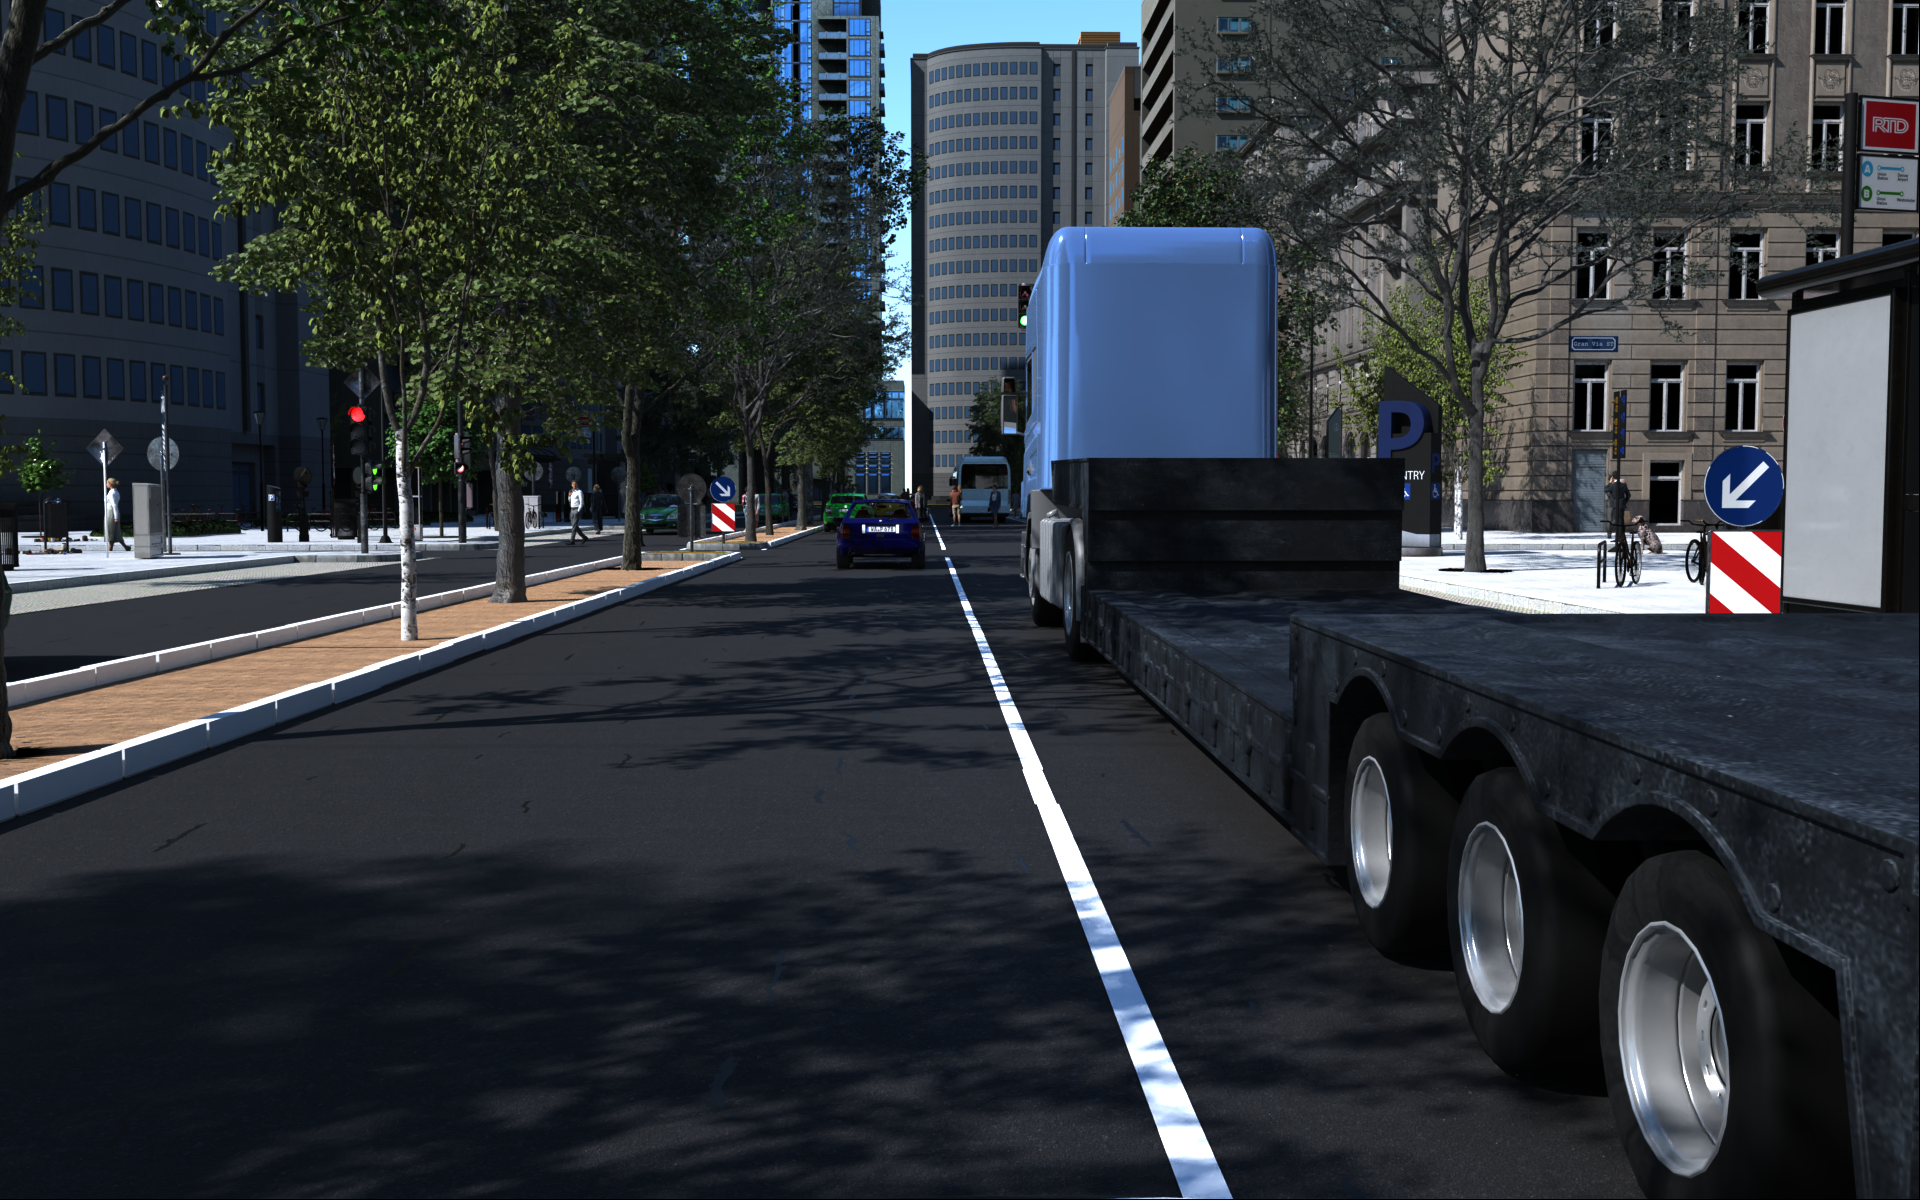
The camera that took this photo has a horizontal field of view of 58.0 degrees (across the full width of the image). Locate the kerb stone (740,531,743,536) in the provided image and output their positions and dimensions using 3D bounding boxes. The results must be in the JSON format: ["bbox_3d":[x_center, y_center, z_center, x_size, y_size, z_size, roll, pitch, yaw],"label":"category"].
[{"bbox_3d":[-7.450,-2.184,57.906,0.120,0.150,1.000,0,4,-1],"label":"kerb stone"}]

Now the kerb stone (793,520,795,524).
[{"bbox_3d":[-7.977,-3.627,81.494,0.120,0.150,1.000,0,4,-1],"label":"kerb stone"}]

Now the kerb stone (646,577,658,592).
[{"bbox_3d":[-4.637,-0.210,25.627,0.120,0.150,1.000,0,4,-1],"label":"kerb stone"}]

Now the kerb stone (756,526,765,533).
[{"bbox_3d":[-7.637,-2.682,66.108,0.120,0.150,1.000,0,4,-1],"label":"kerb stone"}]

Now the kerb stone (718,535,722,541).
[{"bbox_3d":[-7.311,-1.808,51.763,0.120,0.150,1.000,0,4,-1],"label":"kerb stone"}]

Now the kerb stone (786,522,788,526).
[{"bbox_3d":[-7.876,-3.367,77.384,0.120,0.150,1.000,0,4,-1],"label":"kerb stone"}]

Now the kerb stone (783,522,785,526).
[{"bbox_3d":[-7.838,-3.249,75.322,0.120,0.150,1.000,0,4,-1],"label":"kerb stone"}]

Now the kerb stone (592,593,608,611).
[{"bbox_3d":[-4.552,0.047,21.517,0.120,0.150,1.000,0,4,-1],"label":"kerb stone"}]

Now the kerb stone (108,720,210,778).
[{"bbox_3d":[-4.276,0.794,9.219,0.120,0.150,1.000,0,4,-1],"label":"kerb stone"}]

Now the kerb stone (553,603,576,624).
[{"bbox_3d":[-4.501,0.167,19.462,0.120,0.150,1.000,0,4,-1],"label":"kerb stone"}]

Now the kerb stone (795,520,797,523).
[{"bbox_3d":[-7.994,-3.682,82.518,0.120,0.150,1.000,0,4,-1],"label":"kerb stone"}]

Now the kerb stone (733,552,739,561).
[{"bbox_3d":[-4.877,-0.893,36.877,0.120,0.150,1.000,0,4,-1],"label":"kerb stone"}]

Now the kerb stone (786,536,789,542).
[{"bbox_3d":[-5.194,-1.746,50.771,0.120,0.150,1.000,0,4,-1],"label":"kerb stone"}]

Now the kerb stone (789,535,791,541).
[{"bbox_3d":[-5.217,-1.806,51.794,0.120,0.150,1.000,0,4,-1],"label":"kerb stone"}]

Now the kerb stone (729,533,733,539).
[{"bbox_3d":[-7.384,-1.996,54.834,0.120,0.150,1.000,0,4,-1],"label":"kerb stone"}]

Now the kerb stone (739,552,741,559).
[{"bbox_3d":[-4.906,-0.956,37.898,0.120,0.150,1.000,0,4,-1],"label":"kerb stone"}]

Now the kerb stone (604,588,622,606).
[{"bbox_3d":[-4.575,-0.021,22.543,0.120,0.150,1.000,0,4,-1],"label":"kerb stone"}]

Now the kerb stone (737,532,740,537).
[{"bbox_3d":[-7.433,-2.122,56.884,0.120,0.150,1.000,0,4,-1],"label":"kerb stone"}]

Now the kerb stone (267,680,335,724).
[{"bbox_3d":[-4.319,0.668,11.274,0.120,0.150,1.000,0,4,-1],"label":"kerb stone"}]

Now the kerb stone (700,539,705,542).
[{"bbox_3d":[-7.217,-1.558,47.663,0.120,0.150,1.000,0,4,-1],"label":"kerb stone"}]

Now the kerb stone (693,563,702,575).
[{"bbox_3d":[-4.747,-0.523,30.745,0.120,0.150,1.000,0,4,-1],"label":"kerb stone"}]

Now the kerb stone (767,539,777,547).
[{"bbox_3d":[-5.110,-1.496,46.676,0.120,0.150,1.000,0,4,-1],"label":"kerb stone"}]

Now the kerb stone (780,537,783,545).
[{"bbox_3d":[-5.143,-1.622,48.722,0.120,0.150,1.000,0,4,-1],"label":"kerb stone"}]

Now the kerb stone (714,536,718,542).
[{"bbox_3d":[-7.286,-1.743,50.731,0.120,0.150,1.000,0,4,-1],"label":"kerb stone"}]

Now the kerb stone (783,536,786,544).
[{"bbox_3d":[-5.165,-1.685,49.746,0.120,0.150,1.000,0,4,-1],"label":"kerb stone"}]

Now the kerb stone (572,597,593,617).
[{"bbox_3d":[-4.523,0.104,20.488,0.120,0.150,1.000,0,4,-1],"label":"kerb stone"}]

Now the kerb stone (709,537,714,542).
[{"bbox_3d":[-7.268,-1.682,49.707,0.120,0.150,1.000,0,4,-1],"label":"kerb stone"}]

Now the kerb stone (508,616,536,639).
[{"bbox_3d":[-4.461,0.294,17.413,0.120,0.150,1.000,0,4,-1],"label":"kerb stone"}]

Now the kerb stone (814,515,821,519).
[{"bbox_3d":[-8.448,-4.941,102.987,0.120,0.150,1.000,0,4,-1],"label":"kerb stone"}]

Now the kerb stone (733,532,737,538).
[{"bbox_3d":[-7.403,-2.059,55.862,0.120,0.150,1.000,0,4,-1],"label":"kerb stone"}]

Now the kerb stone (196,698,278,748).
[{"bbox_3d":[-4.295,0.731,10.245,0.120,0.150,1.000,0,4,-1],"label":"kerb stone"}]

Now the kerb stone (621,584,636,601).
[{"bbox_3d":[-4.590,-0.084,23.576,0.120,0.150,1.000,0,4,-1],"label":"kerb stone"}]

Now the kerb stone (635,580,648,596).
[{"bbox_3d":[-4.614,-0.143,24.599,0.120,0.150,1.000,0,4,-1],"label":"kerb stone"}]

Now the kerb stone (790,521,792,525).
[{"bbox_3d":[-7.924,-3.498,79.436,0.120,0.150,1.000,0,4,-1],"label":"kerb stone"}]

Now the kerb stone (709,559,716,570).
[{"bbox_3d":[-4.794,-0.639,32.789,0.120,0.150,1.000,0,4,-1],"label":"kerb stone"}]

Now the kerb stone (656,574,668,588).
[{"bbox_3d":[-4.669,-0.268,26.649,0.120,0.150,1.000,0,4,-1],"label":"kerb stone"}]

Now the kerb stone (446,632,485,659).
[{"bbox_3d":[-4.421,0.417,15.370,0.120,0.150,1.000,0,4,-1],"label":"kerb stone"}]

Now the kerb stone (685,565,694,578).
[{"bbox_3d":[-4.729,-0.454,29.723,0.120,0.150,1.000,0,4,-1],"label":"kerb stone"}]

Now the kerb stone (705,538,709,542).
[{"bbox_3d":[-7.250,-1.619,48.685,0.120,0.150,1.000,0,4,-1],"label":"kerb stone"}]

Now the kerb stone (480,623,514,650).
[{"bbox_3d":[-4.427,0.357,16.392,0.120,0.150,1.000,0,4,-1],"label":"kerb stone"}]

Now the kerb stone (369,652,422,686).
[{"bbox_3d":[-4.366,0.543,13.324,0.120,0.150,1.000,0,4,-1],"label":"kerb stone"}]

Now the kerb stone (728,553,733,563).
[{"bbox_3d":[-4.870,-0.835,35.854,0.120,0.150,1.000,0,4,-1],"label":"kerb stone"}]

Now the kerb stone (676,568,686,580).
[{"bbox_3d":[-4.711,-0.398,28.701,0.120,0.150,1.000,0,4,-1],"label":"kerb stone"}]

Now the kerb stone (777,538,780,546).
[{"bbox_3d":[-5.122,-1.560,47.699,0.120,0.150,1.000,0,4,-1],"label":"kerb stone"}]

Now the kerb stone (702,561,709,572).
[{"bbox_3d":[-4.773,-0.584,31.766,0.120,0.150,1.000,0,4,-1],"label":"kerb stone"}]

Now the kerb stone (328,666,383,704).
[{"bbox_3d":[-4.332,0.610,12.303,0.120,0.150,1.000,0,4,-1],"label":"kerb stone"}]

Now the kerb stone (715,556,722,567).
[{"bbox_3d":[-4.812,-0.707,33.811,0.120,0.150,1.000,0,4,-1],"label":"kerb stone"}]

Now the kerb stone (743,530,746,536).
[{"bbox_3d":[-7.468,-2.247,58.935,0.120,0.150,1.000,0,4,-1],"label":"kerb stone"}]

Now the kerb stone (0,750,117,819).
[{"bbox_3d":[-4.251,0.857,8.187,0.120,0.150,1.000,0,4,-1],"label":"kerb stone"}]

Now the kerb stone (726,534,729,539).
[{"bbox_3d":[-7.370,-1.933,53.807,0.120,0.150,1.000,0,4,-1],"label":"kerb stone"}]

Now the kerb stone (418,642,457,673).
[{"bbox_3d":[-4.385,0.487,14.346,0.120,0.150,1.000,0,4,-1],"label":"kerb stone"}]

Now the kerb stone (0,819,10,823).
[{"bbox_3d":[-4.232,0.920,7.161,0.120,0.150,1.000,0,4,-1],"label":"kerb stone"}]

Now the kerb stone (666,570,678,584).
[{"bbox_3d":[-4.685,-0.335,27.677,0.120,0.150,1.000,0,4,-1],"label":"kerb stone"}]

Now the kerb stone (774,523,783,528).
[{"bbox_3d":[-7.813,-3.182,74.300,0.120,0.150,1.000,0,4,-1],"label":"kerb stone"}]

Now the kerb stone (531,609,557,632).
[{"bbox_3d":[-4.481,0.231,18.435,0.120,0.150,1.000,0,4,-1],"label":"kerb stone"}]

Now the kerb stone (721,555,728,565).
[{"bbox_3d":[-4.837,-0.772,34.833,0.120,0.150,1.000,0,4,-1],"label":"kerb stone"}]

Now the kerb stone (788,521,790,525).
[{"bbox_3d":[-7.906,-3.438,78.413,0.120,0.150,1.000,0,4,-1],"label":"kerb stone"}]
